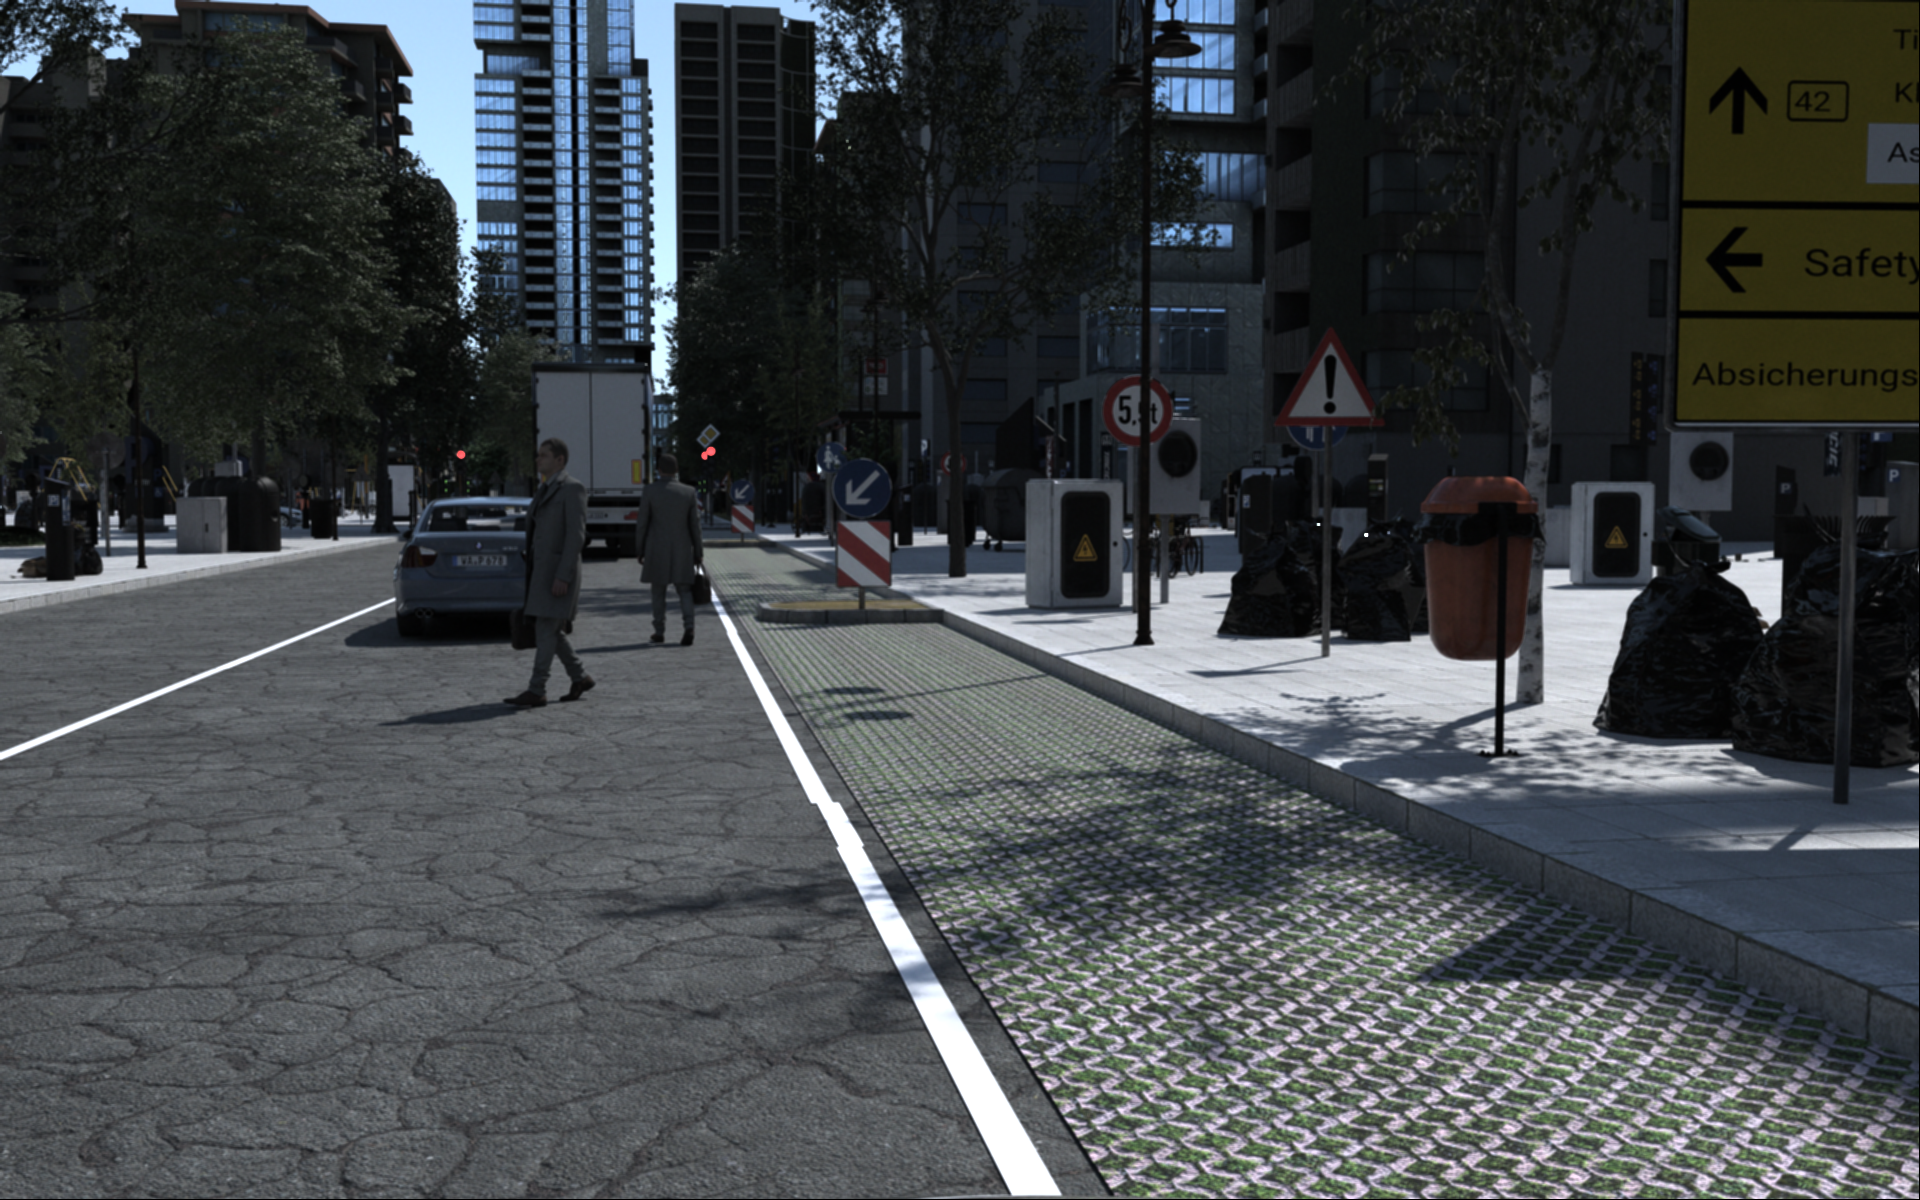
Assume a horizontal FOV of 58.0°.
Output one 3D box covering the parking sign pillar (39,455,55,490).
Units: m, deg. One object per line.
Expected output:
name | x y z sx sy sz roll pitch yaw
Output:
parking sign pillar | -62.083 -7.931 118.143 1.447 3.967 1.447 -1 4 -13

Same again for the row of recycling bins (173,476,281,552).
row of recycling bins | -16.585 -1.978 39.448 3.534 1.692 1.069 3 5 44

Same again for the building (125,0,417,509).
building | -62.227 -30.815 158.443 22.147 44.769 28.867 -1 4 -10

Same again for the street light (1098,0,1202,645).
street light | 1.569 -2.558 14.604 0.468 5.910 1.993 -1 4 -10

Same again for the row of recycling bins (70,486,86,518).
row of recycling bins | -48.764 -5.336 94.358 3.534 1.692 1.069 3 5 39

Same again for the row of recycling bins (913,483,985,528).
row of recycling bins | -0.415 -3.753 68.478 1.069 1.692 3.534 3 5 44

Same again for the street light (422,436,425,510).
street light | -20.639 -5.735 66.558 0.468 5.910 1.993 -1 4 -10

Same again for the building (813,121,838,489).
building | -5.511 -33.486 202.118 22.147 44.769 28.867 -1 4 -10

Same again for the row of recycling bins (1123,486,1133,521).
row of recycling bins | 7.333 -4.674 83.531 1.069 1.692 3.534 2 4 29

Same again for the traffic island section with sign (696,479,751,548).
traffic island section with sign | -6.044 -2.345 46.965 1.989 1.847 2.006 -1 4 -10

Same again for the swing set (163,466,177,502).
swing set | -44.756 -6.070 96.866 2.862 2.851 3.119 -2 4 -32

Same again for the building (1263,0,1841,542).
building | 16.448 -17.128 51.744 14.160 30.474 14.107 -1 4 -10

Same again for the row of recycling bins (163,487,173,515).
row of recycling bins | -49.414 -6.105 106.927 1.069 1.692 3.534 1 4 19

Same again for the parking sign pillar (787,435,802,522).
parking sign pillar | -7.683 -5.570 79.548 1.447 3.967 1.447 -1 4 -12

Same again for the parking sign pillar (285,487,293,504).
parking sign pillar | -45.949 -8.025 119.685 1.447 3.967 1.447 -1 4 -23

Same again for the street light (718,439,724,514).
street light | -15.673 -8.604 113.460 0.468 5.910 1.993 -1 4 -10

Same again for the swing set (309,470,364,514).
swing set | -40.288 -6.959 111.407 3.119 2.851 2.862 -2 4 -35

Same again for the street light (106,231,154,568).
street light | -14.152 -3.486 29.780 0.468 5.910 1.993 -1 4 -10

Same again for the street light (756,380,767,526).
street light | -7.857 -5.884 68.995 0.468 5.910 1.993 -1 4 -10

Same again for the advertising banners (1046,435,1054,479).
advertising banners | 2.363 -3.432 52.300 0.090 3.025 2.074 -2 4 -23

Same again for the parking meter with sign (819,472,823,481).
parking meter with sign | -10.242 -8.615 137.124 1.738 3.016 0.543 1 4 21

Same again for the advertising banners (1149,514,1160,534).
advertising banners | 6.611 -3.645 55.779 0.090 3.025 2.074 -3 5 -44

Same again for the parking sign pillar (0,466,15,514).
parking sign pillar | -61.279 -7.471 110.625 1.447 3.967 1.447 -1 4 -15

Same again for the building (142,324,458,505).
building | -71.701 -21.268 192.770 28.899 21.520 27.650 -1 4 -10

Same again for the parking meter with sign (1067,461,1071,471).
parking meter with sign | 5.432 -5.866 92.173 0.543 3.016 1.738 0 4 -8

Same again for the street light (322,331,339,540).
street light | -17.314 -4.590 47.842 0.468 5.910 1.993 -1 4 -10

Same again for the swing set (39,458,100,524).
swing set | -39.087 -4.787 75.892 2.862 2.851 3.119 -1 4 -18

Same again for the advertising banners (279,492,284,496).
advertising banners | -52.772 -8.559 136.135 0.090 3.025 2.074 1 4 21

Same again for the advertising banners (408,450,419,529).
advertising banners | -20.177 -4.152 64.074 0.090 3.025 2.074 0 4 -7

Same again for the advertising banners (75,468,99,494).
advertising banners | -57.724 -7.280 115.220 2.074 3.025 0.090 -3 5 -44

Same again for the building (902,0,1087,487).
building | 6.053 -36.169 133.364 21.231 58.520 28.212 -1 4 -10

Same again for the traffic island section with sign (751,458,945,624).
traffic island section with sign | -1.313 -0.690 19.902 1.989 1.847 2.006 -1 4 -10

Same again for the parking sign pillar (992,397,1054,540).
parking sign pillar | 1.620 -3.686 48.733 1.447 3.967 1.447 3 5 43

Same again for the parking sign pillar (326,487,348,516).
parking sign pillar | -35.956 -6.790 99.489 1.447 3.967 1.447 -3 5 -44

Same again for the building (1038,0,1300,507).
building | 20.724 -48.430 104.499 31.000 86.520 22.319 -1 4 -10

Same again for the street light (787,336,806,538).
street light | -4.787 -4.779 50.917 0.468 5.910 1.993 -1 4 -10

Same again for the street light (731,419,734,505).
street light | -12.459 -7.461 94.775 0.468 5.910 1.993 -1 4 -10

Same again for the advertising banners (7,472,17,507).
advertising banners | -75.653 -8.740 139.087 2.074 3.025 0.090 -1 4 -19

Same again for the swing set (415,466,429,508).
swing set | -31.322 -6.174 98.559 2.862 2.851 3.119 -2 4 -35

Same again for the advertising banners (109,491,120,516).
advertising banners | -49.069 -6.424 101.217 0.090 3.025 2.074 1 4 20

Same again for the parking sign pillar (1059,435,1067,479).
parking sign pillar | 3.029 -4.340 59.433 1.447 3.967 1.447 3 5 42

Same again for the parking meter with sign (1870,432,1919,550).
parking meter with sign | 21.866 -2.682 40.105 1.738 3.016 0.543 -2 4 -27

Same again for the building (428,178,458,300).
building | -84.421 -38.321 250.252 21.600 48.544 21.300 -1 4 -10

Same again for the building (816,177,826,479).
building | -8.171 -41.440 266.777 27.495 52.752 28.713 -1 4 -10

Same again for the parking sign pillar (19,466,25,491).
parking sign pillar | -74.447 -9.101 137.278 1.447 3.967 1.447 -1 4 -19

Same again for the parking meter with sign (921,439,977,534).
parking meter with sign | -0.345 -3.622 55.473 1.738 3.016 0.543 -2 4 -24

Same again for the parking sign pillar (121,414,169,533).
parking sign pillar | -27.292 -4.247 57.911 1.447 3.967 1.447 2 4 24

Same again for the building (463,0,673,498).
building | -58.058 -57.528 253.261 31.000 86.520 22.319 -1 4 -10

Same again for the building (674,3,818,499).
building | -31.730 -50.116 257.648 20.611 71.187 20.563 -1 4 -10

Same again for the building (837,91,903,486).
building | -5.919 -30.382 180.339 14.154 41.232 14.086 -1 4 -10

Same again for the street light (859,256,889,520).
street light | -1.587 -3.674 32.861 0.468 5.910 1.993 -1 4 -10

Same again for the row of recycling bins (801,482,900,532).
row of recycling bins | -3.660 -3.139 58.439 3.534 1.692 1.069 1 4 12

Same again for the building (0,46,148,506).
building | -96.988 -34.635 189.983 21.600 48.544 21.300 -1 4 -10

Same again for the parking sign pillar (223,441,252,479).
parking sign pillar | -36.725 -6.092 88.084 1.447 3.967 1.447 3 5 43

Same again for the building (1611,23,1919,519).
building | 51.410 -20.574 108.088 14.107 30.474 14.160 -1 4 -10

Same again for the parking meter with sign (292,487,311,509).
parking meter with sign | -45.176 -7.456 118.161 1.738 3.016 0.543 -1 4 -13

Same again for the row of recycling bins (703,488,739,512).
row of recycling bins | -19.224 -8.362 143.827 3.534 1.692 1.069 -2 4 -27

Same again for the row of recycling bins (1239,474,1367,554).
row of recycling bins | 7.305 -1.788 36.343 1.069 1.692 3.534 -3 5 -42
